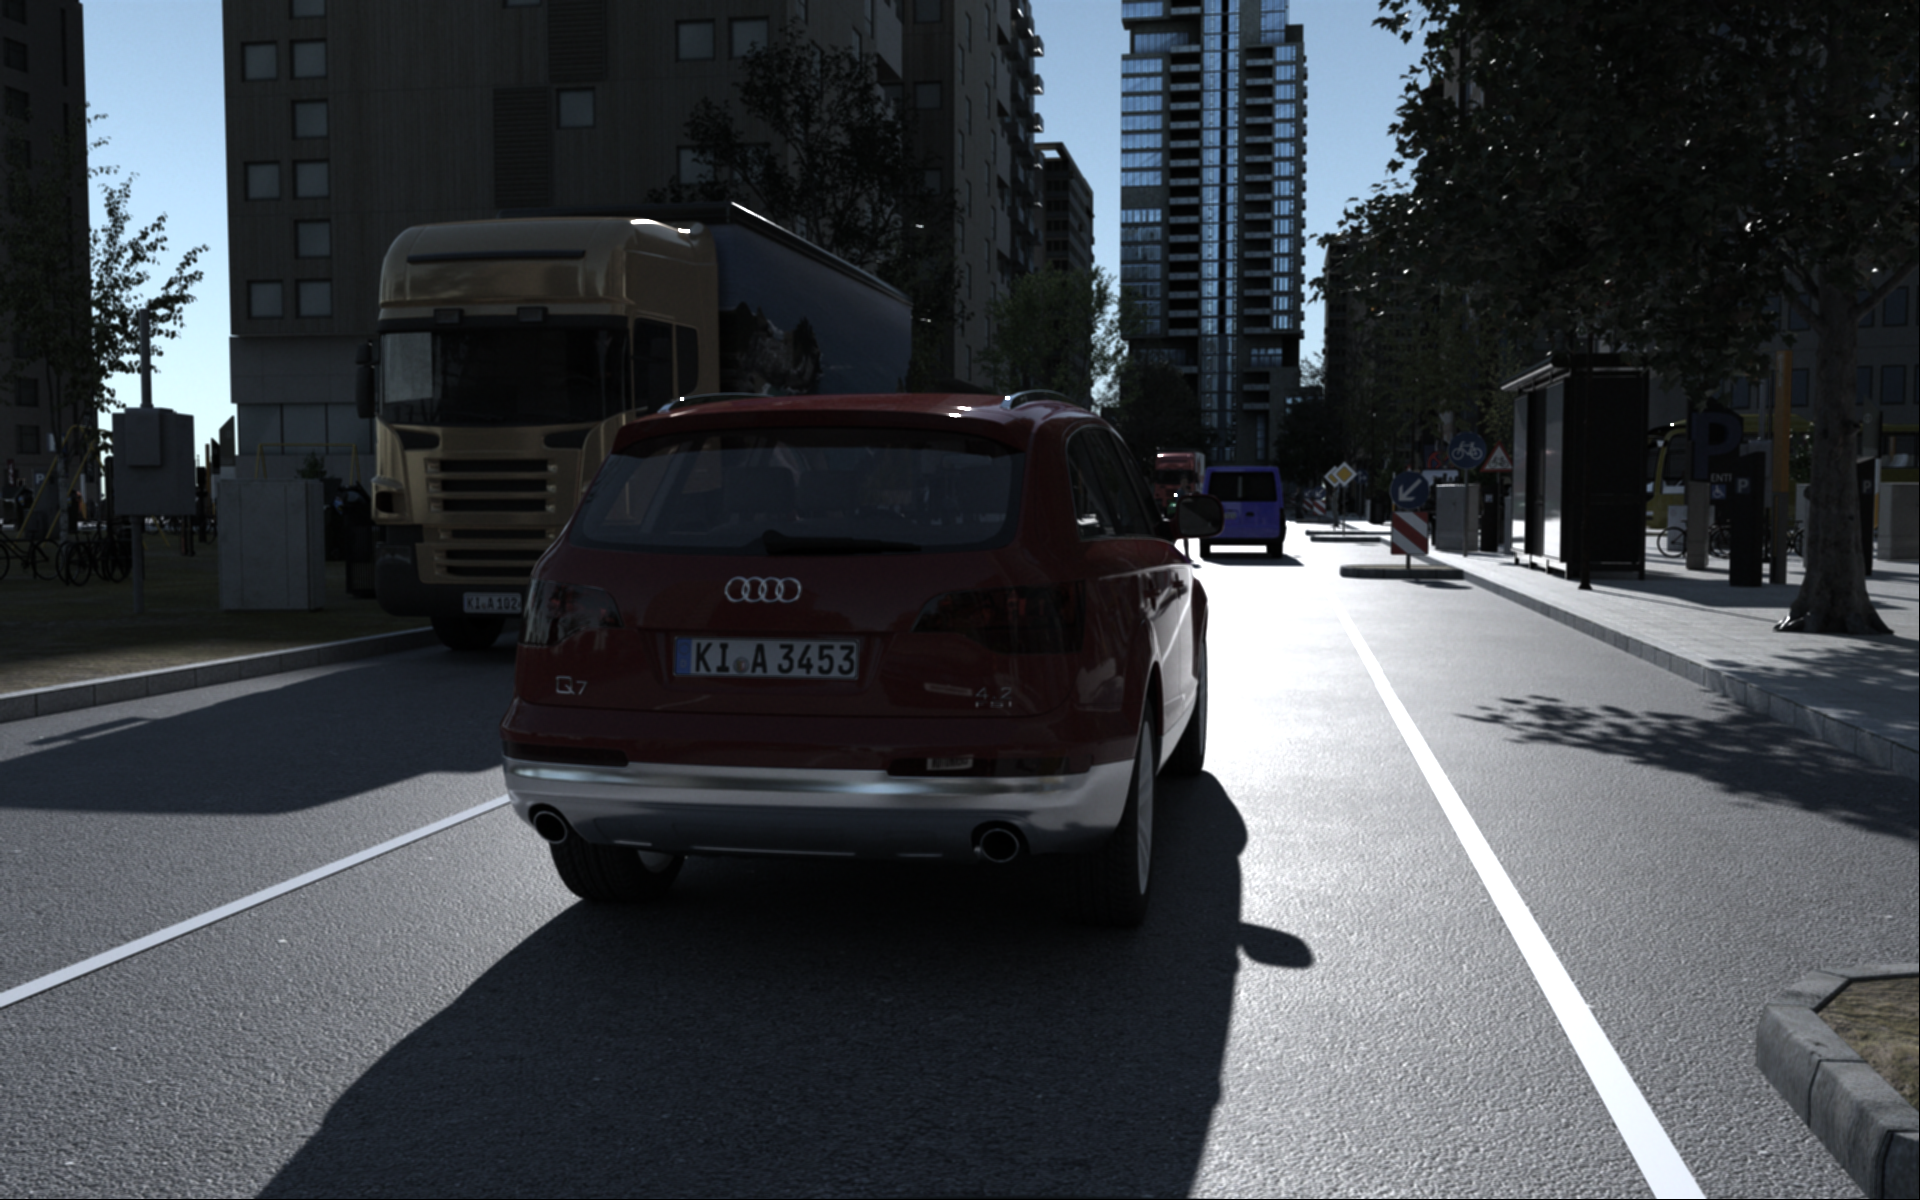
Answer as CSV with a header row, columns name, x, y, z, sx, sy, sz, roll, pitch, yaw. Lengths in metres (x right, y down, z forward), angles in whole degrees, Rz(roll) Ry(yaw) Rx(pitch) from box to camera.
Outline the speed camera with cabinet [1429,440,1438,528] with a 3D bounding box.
name,x,y,z,sx,sy,sz,roll,pitch,yaw
speed camera with cabinet,17.342,-4.285,64.395,0.660,3.252,2.038,0,4,1

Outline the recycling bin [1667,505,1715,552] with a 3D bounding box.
name,x,y,z,sx,sy,sz,roll,pitch,yaw
recycling bin,16.367,-1.605,38.795,0.722,1.027,0.722,-2,4,-29

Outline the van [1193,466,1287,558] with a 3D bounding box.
name,x,y,z,sx,sy,sz,roll,pitch,yaw
van,6.567,-2.216,40.610,2.240,2.365,5.245,1,4,8

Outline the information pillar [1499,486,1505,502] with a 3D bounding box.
name,x,y,z,sx,sy,sz,roll,pitch,yaw
information pillar,28.297,-5.264,90.553,0.304,2.012,0.304,0,4,5

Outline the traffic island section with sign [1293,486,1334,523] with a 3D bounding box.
name,x,y,z,sx,sy,sz,roll,pitch,yaw
traffic island section with sign,17.623,-4.704,85.543,1.989,1.847,2.006,1,4,10

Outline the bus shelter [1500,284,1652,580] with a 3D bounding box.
name,x,y,z,sx,sy,sz,roll,pitch,yaw
bus shelter,10.639,-3.196,29.884,2.179,5.291,8.768,1,4,10

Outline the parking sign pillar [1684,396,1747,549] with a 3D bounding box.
name,x,y,z,sx,sy,sz,roll,pitch,yaw
parking sign pillar,18.013,-3.230,41.280,1.447,3.967,1.447,0,4,3

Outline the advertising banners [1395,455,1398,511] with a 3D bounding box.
name,x,y,z,sx,sy,sz,roll,pitch,yaw
advertising banners,19.289,-4.913,76.510,0.090,3.025,2.074,1,4,17

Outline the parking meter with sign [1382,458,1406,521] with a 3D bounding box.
name,x,y,z,sx,sy,sz,roll,pitch,yaw
parking meter with sign,20.972,-5.286,82.690,0.543,3.016,1.738,-2,4,-31

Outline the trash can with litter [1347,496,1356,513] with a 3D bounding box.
name,x,y,z,sx,sy,sz,roll,pitch,yaw
trash can with litter,26.456,-6.413,116.234,0.624,1.170,1.055,-3,4,-36

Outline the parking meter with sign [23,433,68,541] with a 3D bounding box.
name,x,y,z,sx,sy,sz,roll,pitch,yaw
parking meter with sign,-25.639,-3.196,48.519,0.543,3.016,1.738,0,4,-3

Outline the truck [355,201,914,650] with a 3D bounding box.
name,x,y,z,sx,sy,sz,roll,pitch,yaw
truck,-2.922,-1.846,19.095,2.839,4.237,11.283,1,4,11

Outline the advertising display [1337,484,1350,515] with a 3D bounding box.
name,x,y,z,sx,sy,sz,roll,pitch,yaw
advertising display,24.026,-6.328,108.681,0.123,1.923,0.974,-3,5,-43

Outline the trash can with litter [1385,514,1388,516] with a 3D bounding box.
name,x,y,z,sx,sy,sz,roll,pitch,yaw
trash can with litter,24.615,-5.485,100.731,2.233,1.210,1.678,0,4,0

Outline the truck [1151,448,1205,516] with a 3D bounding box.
name,x,y,z,sx,sy,sz,roll,pitch,yaw
truck,13.771,-7.314,108.504,2.839,4.237,11.283,1,4,11

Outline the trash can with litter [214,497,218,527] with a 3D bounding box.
name,x,y,z,sx,sy,sz,roll,pitch,yaw
trash can with litter,-28.991,-3.476,68.226,0.624,1.170,1.055,-2,4,-34

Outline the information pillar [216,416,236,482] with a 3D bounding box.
name,x,y,z,sx,sy,sz,roll,pitch,yaw
information pillar,-21.888,-3.698,51.823,0.504,3.616,0.183,1,4,14

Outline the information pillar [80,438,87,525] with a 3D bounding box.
name,x,y,z,sx,sy,sz,roll,pitch,yaw
information pillar,-36.215,-4.904,71.528,0.183,3.616,0.504,-3,4,-38

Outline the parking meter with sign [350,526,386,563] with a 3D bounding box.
name,x,y,z,sx,sy,sz,roll,pitch,yaw
parking meter with sign,-10.579,-2.221,32.570,1.738,3.016,0.543,-1,4,-9

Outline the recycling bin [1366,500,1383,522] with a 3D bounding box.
name,x,y,z,sx,sy,sz,roll,pitch,yaw
recycling bin,19.099,-4.105,79.678,0.722,1.027,0.722,1,4,9

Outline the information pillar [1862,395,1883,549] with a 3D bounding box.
name,x,y,z,sx,sy,sz,roll,pitch,yaw
information pillar,21.384,-3.017,40.679,0.183,3.616,0.504,-1,4,-21

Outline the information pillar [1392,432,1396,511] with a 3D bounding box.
name,x,y,z,sx,sy,sz,roll,pitch,yaw
information pillar,16.445,-4.542,65.619,0.183,3.616,0.504,1,4,15

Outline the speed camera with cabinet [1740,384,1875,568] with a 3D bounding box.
name,x,y,z,sx,sy,sz,roll,pitch,yaw
speed camera with cabinet,14.465,-2.156,29.592,2.038,3.252,0.660,3,4,37

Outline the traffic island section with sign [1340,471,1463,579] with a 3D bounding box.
name,x,y,z,sx,sy,sz,roll,pitch,yaw
traffic island section with sign,7.673,-1.321,30.225,1.989,1.847,2.006,1,4,10

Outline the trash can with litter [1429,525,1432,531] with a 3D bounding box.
name,x,y,z,sx,sy,sz,roll,pitch,yaw
trash can with litter,16.461,-3.013,60.318,1.678,1.210,2.233,2,4,32

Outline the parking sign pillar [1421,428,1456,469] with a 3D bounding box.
name,x,y,z,sx,sy,sz,roll,pitch,yaw
parking sign pillar,18.861,-4.880,68.261,1.447,3.967,1.447,0,4,5

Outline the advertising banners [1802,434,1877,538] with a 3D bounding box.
name,x,y,z,sx,sy,sz,roll,pitch,yaw
advertising banners,25.118,-3.261,49.513,2.074,3.025,0.090,3,5,43

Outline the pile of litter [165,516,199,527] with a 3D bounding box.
name,x,y,z,sx,sy,sz,roll,pitch,yaw
pile of litter,-30.890,-3.349,68.724,1.176,0.858,1.719,2,4,29

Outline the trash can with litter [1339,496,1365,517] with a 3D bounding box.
name,x,y,z,sx,sy,sz,roll,pitch,yaw
trash can with litter,22.712,-5.375,98.945,2.233,1.210,1.678,0,4,-3

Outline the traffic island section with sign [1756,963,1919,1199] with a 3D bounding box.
name,x,y,z,sx,sy,sz,roll,pitch,yaw
traffic island section with sign,2.899,0.302,3.695,1.989,1.847,2.006,1,4,10

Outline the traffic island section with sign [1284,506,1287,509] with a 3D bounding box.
name,x,y,z,sx,sy,sz,roll,pitch,yaw
traffic island section with sign,31.177,-9.317,160.968,1.989,1.847,2.006,1,4,10

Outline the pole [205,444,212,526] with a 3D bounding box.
name,x,y,z,sx,sy,sz,roll,pitch,yaw
pole,-30.632,-4.694,70.594,0.158,3.312,0.155,0,3,0

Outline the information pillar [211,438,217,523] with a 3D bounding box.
name,x,y,z,sx,sy,sz,roll,pitch,yaw
information pillar,-31.028,-4.954,72.360,0.183,3.616,0.504,2,4,31

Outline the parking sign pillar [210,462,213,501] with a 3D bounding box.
name,x,y,z,sx,sy,sz,roll,pitch,yaw
parking sign pillar,-57.839,-8.872,133.524,1.447,3.967,1.447,-3,5,-42

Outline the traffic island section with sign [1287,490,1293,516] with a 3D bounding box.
name,x,y,z,sx,sy,sz,roll,pitch,yaw
traffic island section with sign,22.384,-6.327,112.076,1.989,1.847,2.006,1,4,10

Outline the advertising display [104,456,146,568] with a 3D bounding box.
name,x,y,z,sx,sy,sz,roll,pitch,yaw
advertising display,-14.512,-1.524,30.128,0.123,1.923,0.974,0,4,7

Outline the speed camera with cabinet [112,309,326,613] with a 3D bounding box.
name,x,y,z,sx,sy,sz,roll,pitch,yaw
speed camera with cabinet,-8.040,-1.498,18.828,2.038,3.252,0.660,0,4,-5

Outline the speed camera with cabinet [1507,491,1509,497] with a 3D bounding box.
name,x,y,z,sx,sy,sz,roll,pitch,yaw
speed camera with cabinet,34.423,-7.019,109.099,2.038,3.252,0.660,3,4,36

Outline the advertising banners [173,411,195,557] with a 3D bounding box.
name,x,y,z,sx,sy,sz,roll,pitch,yaw
advertising banners,-16.229,-2.444,36.152,0.090,3.025,2.074,-2,4,-33

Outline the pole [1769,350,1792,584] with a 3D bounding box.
name,x,y,z,sx,sy,sz,roll,pitch,yaw
pole,11.699,-1.886,24.678,0.158,3.312,0.155,0,3,0

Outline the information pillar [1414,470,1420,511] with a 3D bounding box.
name,x,y,z,sx,sy,sz,roll,pitch,yaw
information pillar,14.127,-2.982,53.243,0.304,2.012,0.304,-2,4,-27

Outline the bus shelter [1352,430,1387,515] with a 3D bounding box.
name,x,y,z,sx,sy,sz,roll,pitch,yaw
bus shelter,25.306,-7.884,106.531,2.179,5.291,8.768,1,4,10

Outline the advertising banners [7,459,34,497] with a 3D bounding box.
name,x,y,z,sx,sy,sz,roll,pitch,yaw
advertising banners,-46.881,-5.524,86.512,2.074,3.025,0.090,2,4,27

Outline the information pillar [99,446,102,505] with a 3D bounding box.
name,x,y,z,sx,sy,sz,roll,pitch,yaw
information pillar,-42.424,-5.751,85.377,0.183,3.616,0.504,-3,4,-38

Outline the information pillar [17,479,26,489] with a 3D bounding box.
name,x,y,z,sx,sy,sz,roll,pitch,yaw
information pillar,-45.444,-4.857,83.903,0.304,2.012,0.304,-1,4,-13

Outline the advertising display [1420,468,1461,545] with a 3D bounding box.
name,x,y,z,sx,sy,sz,roll,pitch,yaw
advertising display,11.962,-2.322,43.182,0.974,1.923,0.123,1,4,23

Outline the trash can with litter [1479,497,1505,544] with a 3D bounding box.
name,x,y,z,sx,sy,sz,roll,pitch,yaw
trash can with litter,13.962,-2.019,44.402,1.055,1.170,0.624,-2,4,-26
